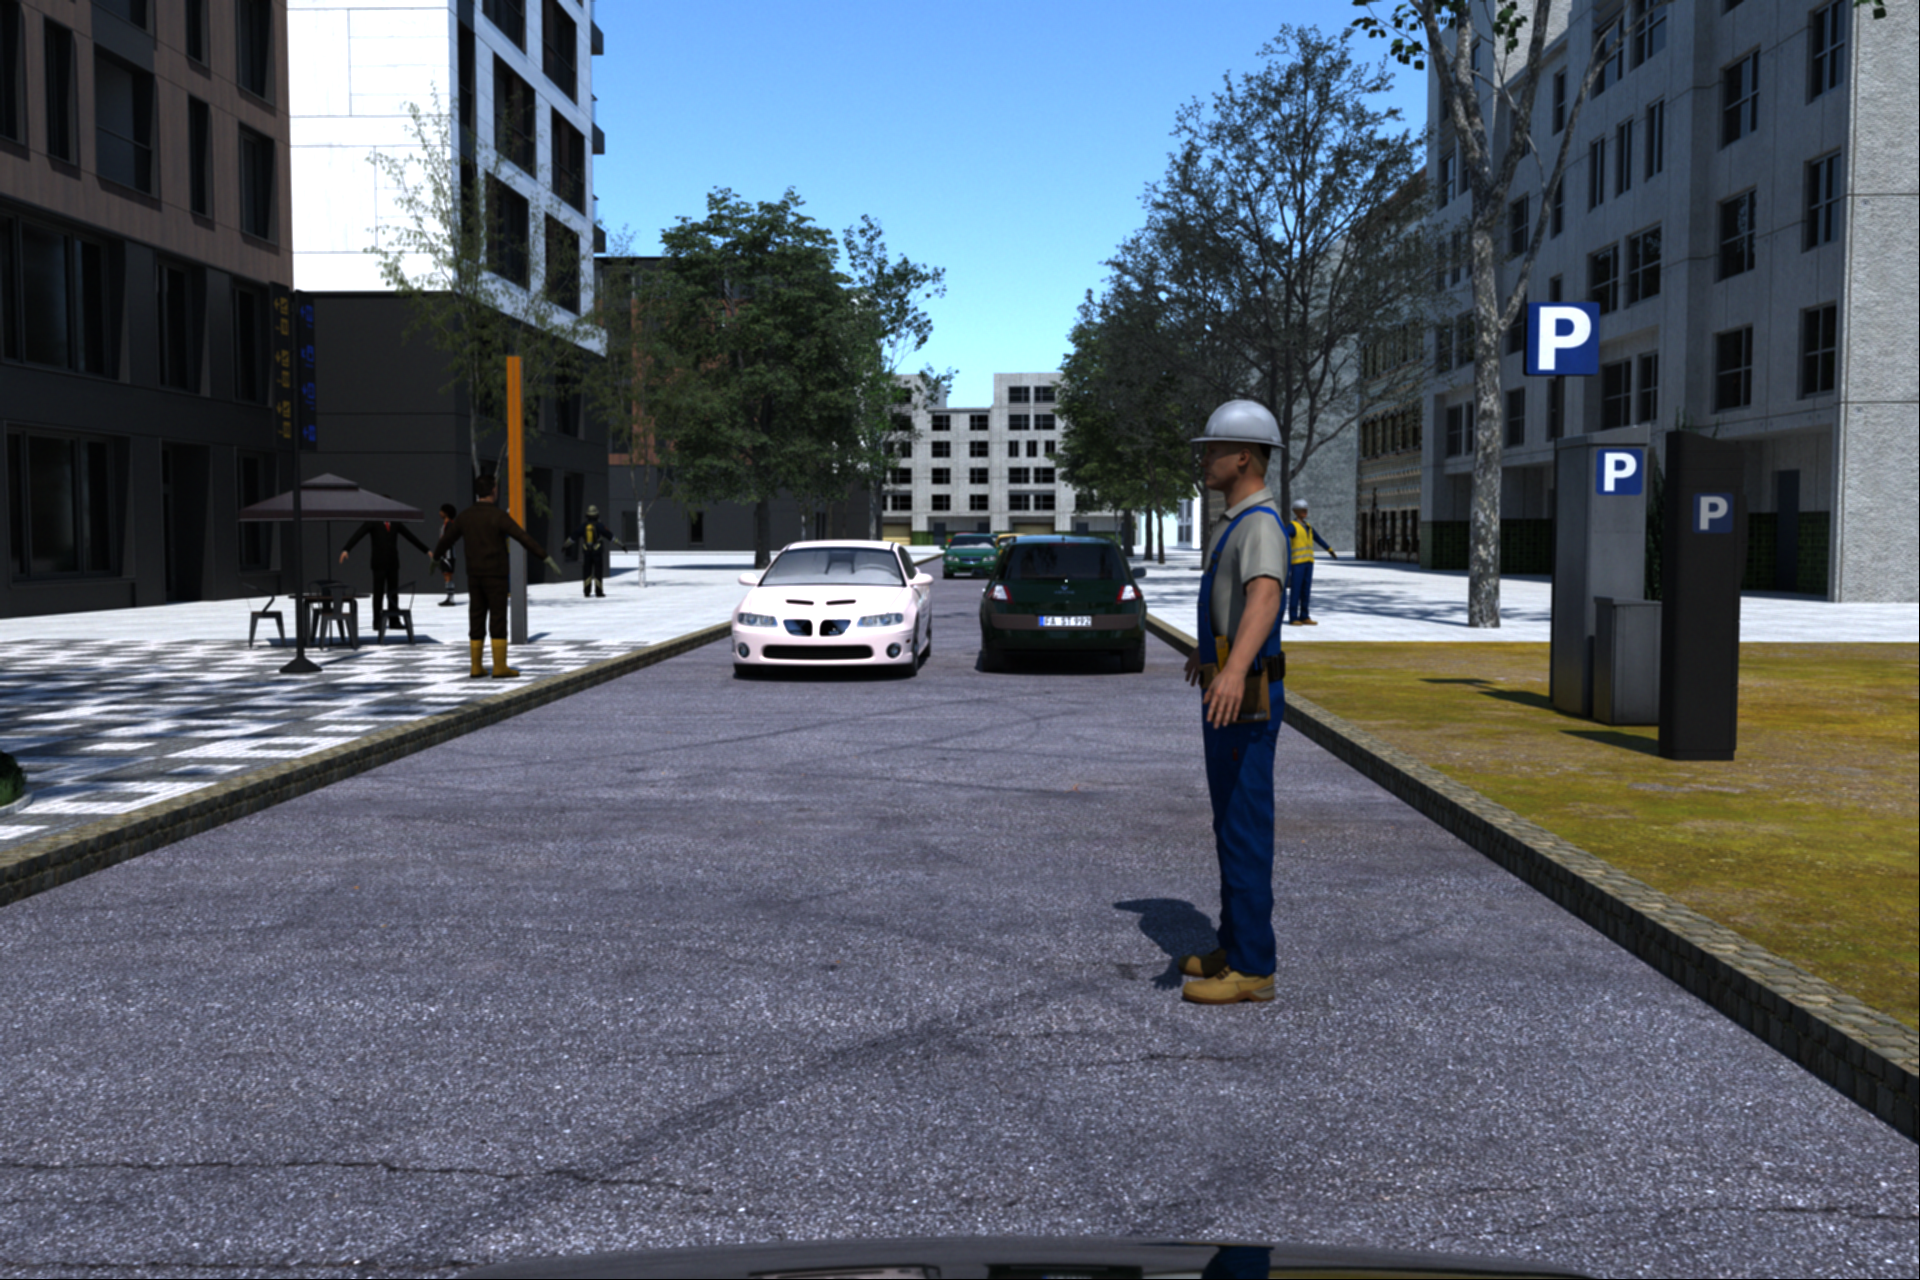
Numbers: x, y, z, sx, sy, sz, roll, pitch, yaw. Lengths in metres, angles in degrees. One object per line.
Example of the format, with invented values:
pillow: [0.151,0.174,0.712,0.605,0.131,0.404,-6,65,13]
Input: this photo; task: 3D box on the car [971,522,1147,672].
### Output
car: [1.114,-0.586,19.363,2.009,1.686,4.222,0,4,2]

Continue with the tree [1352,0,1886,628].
tree: [6.771,-10.149,21.830,12.611,20.169,13.585,0,3,0]

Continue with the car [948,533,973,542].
car: [0.347,-5.789,103.688,2.155,1.783,4.494,0,4,2]

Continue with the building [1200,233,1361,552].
building: [28.562,-18.301,130.152,19.493,23.208,18.063,0,4,1]

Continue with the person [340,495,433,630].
person: [-7.672,-1.038,23.159,1.347,1.806,0.705,-3,5,-44]

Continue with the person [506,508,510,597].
person: [-9.122,-1.791,35.253,0.705,1.833,1.349,1,4,11]

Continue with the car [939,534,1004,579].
car: [0.412,-2.747,56.710,2.131,1.459,4.920,0,4,2]

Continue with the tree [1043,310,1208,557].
tree: [9.236,-11.530,95.164,9.857,13.997,8.962,0,3,0]

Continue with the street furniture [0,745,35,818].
street furniture: [-7.612,0.674,4.612,5.734,0.657,10.072,1,4,16]

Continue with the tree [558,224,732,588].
tree: [-7.694,-5.581,41.606,4.360,8.622,3.978,0,3,0]

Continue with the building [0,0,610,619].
building: [-24.675,-11.653,34.500,27.936,21.610,32.646,0,4,2]

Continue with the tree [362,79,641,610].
tree: [-8.260,-4.810,29.014,4.360,8.622,3.978,0,3,0]

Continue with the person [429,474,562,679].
person: [-4.193,-0.569,15.443,1.346,1.812,0.704,1,4,18]

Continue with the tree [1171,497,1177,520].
tree: [25.526,-14.836,192.928,4.360,8.622,3.978,0,3,0]

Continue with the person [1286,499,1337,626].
person: [4.849,-1.093,24.335,1.216,1.772,0.721,-3,4,-37]

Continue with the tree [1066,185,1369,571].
tree: [8.631,-9.208,60.919,12.009,13.543,11.850,0,3,0]

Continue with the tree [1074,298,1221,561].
tree: [9.165,-10.123,83.636,7.486,12.596,7.792,0,3,0]

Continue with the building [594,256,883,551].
building: [-21.275,-18.355,144.086,27.936,21.610,32.646,0,4,1]

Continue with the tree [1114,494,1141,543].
tree: [9.771,-9.482,105.388,4.737,8.622,4.395,0,3,0]

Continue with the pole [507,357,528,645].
pole: [-5.121,-1.601,20.027,0.158,3.312,0.155,0,3,0]

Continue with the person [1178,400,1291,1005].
person: [0.850,0.177,5.421,0.705,1.847,1.347,0,4,5]

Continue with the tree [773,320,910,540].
tree: [-6.327,-9.697,84.297,9.928,11.665,9.643,0,3,0]

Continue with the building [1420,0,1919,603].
building: [25.004,-11.061,47.312,16.747,18.905,31.486,0,4,1]

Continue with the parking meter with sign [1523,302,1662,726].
parking meter with sign: [4.529,-0.981,12.293,0.543,3.016,1.738,0,3,0]

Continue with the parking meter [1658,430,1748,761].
parking meter: [4.230,-0.254,9.858,0.399,1.863,0.255,0,4,0]

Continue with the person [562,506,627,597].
person: [-7.457,-1.801,35.225,1.354,1.856,0.705,0,4,4]

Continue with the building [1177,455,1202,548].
building: [25.150,-12.946,153.810,9.099,9.664,28.070,0,4,1]

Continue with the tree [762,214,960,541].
tree: [-6.254,-15.273,105.601,12.611,20.169,13.585,0,3,0]

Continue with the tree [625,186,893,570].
tree: [-7.242,-9.527,62.425,9.857,13.997,8.962,0,3,0]

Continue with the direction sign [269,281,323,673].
direction sign: [-6.138,-1.469,16.022,0.379,3.537,0.876,0,4,3]

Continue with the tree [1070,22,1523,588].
tree: [7.883,-7.998,41.133,12.009,13.543,11.850,0,3,0]

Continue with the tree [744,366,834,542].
tree: [-6.465,-7.540,73.645,4.360,8.622,3.978,0,3,0]

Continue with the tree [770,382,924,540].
tree: [-6.376,-9.771,94.168,8.767,10.594,7.601,-1,4,-11]

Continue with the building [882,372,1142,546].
building: [4.670,-20.060,196.890,31.486,18.905,16.747,0,4,7]

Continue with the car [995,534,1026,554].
car: [2.044,-3.475,67.040,2.015,1.641,3.980,0,4,0]

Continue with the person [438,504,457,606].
person: [-9.169,-1.514,30.906,0.704,1.843,1.345,-1,4,-19]

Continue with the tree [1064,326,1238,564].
tree: [8.619,-8.514,73.611,8.767,10.594,7.601,0,4,5]

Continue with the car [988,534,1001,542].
car: [1.681,-5.133,95.729,2.131,1.459,4.920,0,4,1]

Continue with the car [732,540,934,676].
car: [-1.304,-0.404,18.967,2.083,1.381,4.827,0,4,2]

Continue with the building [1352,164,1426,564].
building: [28.933,-15.063,77.214,19.493,23.208,18.063,0,4,2]

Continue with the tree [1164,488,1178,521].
tree: [25.562,-15.187,198.670,4.360,8.622,3.978,0,3,0]
